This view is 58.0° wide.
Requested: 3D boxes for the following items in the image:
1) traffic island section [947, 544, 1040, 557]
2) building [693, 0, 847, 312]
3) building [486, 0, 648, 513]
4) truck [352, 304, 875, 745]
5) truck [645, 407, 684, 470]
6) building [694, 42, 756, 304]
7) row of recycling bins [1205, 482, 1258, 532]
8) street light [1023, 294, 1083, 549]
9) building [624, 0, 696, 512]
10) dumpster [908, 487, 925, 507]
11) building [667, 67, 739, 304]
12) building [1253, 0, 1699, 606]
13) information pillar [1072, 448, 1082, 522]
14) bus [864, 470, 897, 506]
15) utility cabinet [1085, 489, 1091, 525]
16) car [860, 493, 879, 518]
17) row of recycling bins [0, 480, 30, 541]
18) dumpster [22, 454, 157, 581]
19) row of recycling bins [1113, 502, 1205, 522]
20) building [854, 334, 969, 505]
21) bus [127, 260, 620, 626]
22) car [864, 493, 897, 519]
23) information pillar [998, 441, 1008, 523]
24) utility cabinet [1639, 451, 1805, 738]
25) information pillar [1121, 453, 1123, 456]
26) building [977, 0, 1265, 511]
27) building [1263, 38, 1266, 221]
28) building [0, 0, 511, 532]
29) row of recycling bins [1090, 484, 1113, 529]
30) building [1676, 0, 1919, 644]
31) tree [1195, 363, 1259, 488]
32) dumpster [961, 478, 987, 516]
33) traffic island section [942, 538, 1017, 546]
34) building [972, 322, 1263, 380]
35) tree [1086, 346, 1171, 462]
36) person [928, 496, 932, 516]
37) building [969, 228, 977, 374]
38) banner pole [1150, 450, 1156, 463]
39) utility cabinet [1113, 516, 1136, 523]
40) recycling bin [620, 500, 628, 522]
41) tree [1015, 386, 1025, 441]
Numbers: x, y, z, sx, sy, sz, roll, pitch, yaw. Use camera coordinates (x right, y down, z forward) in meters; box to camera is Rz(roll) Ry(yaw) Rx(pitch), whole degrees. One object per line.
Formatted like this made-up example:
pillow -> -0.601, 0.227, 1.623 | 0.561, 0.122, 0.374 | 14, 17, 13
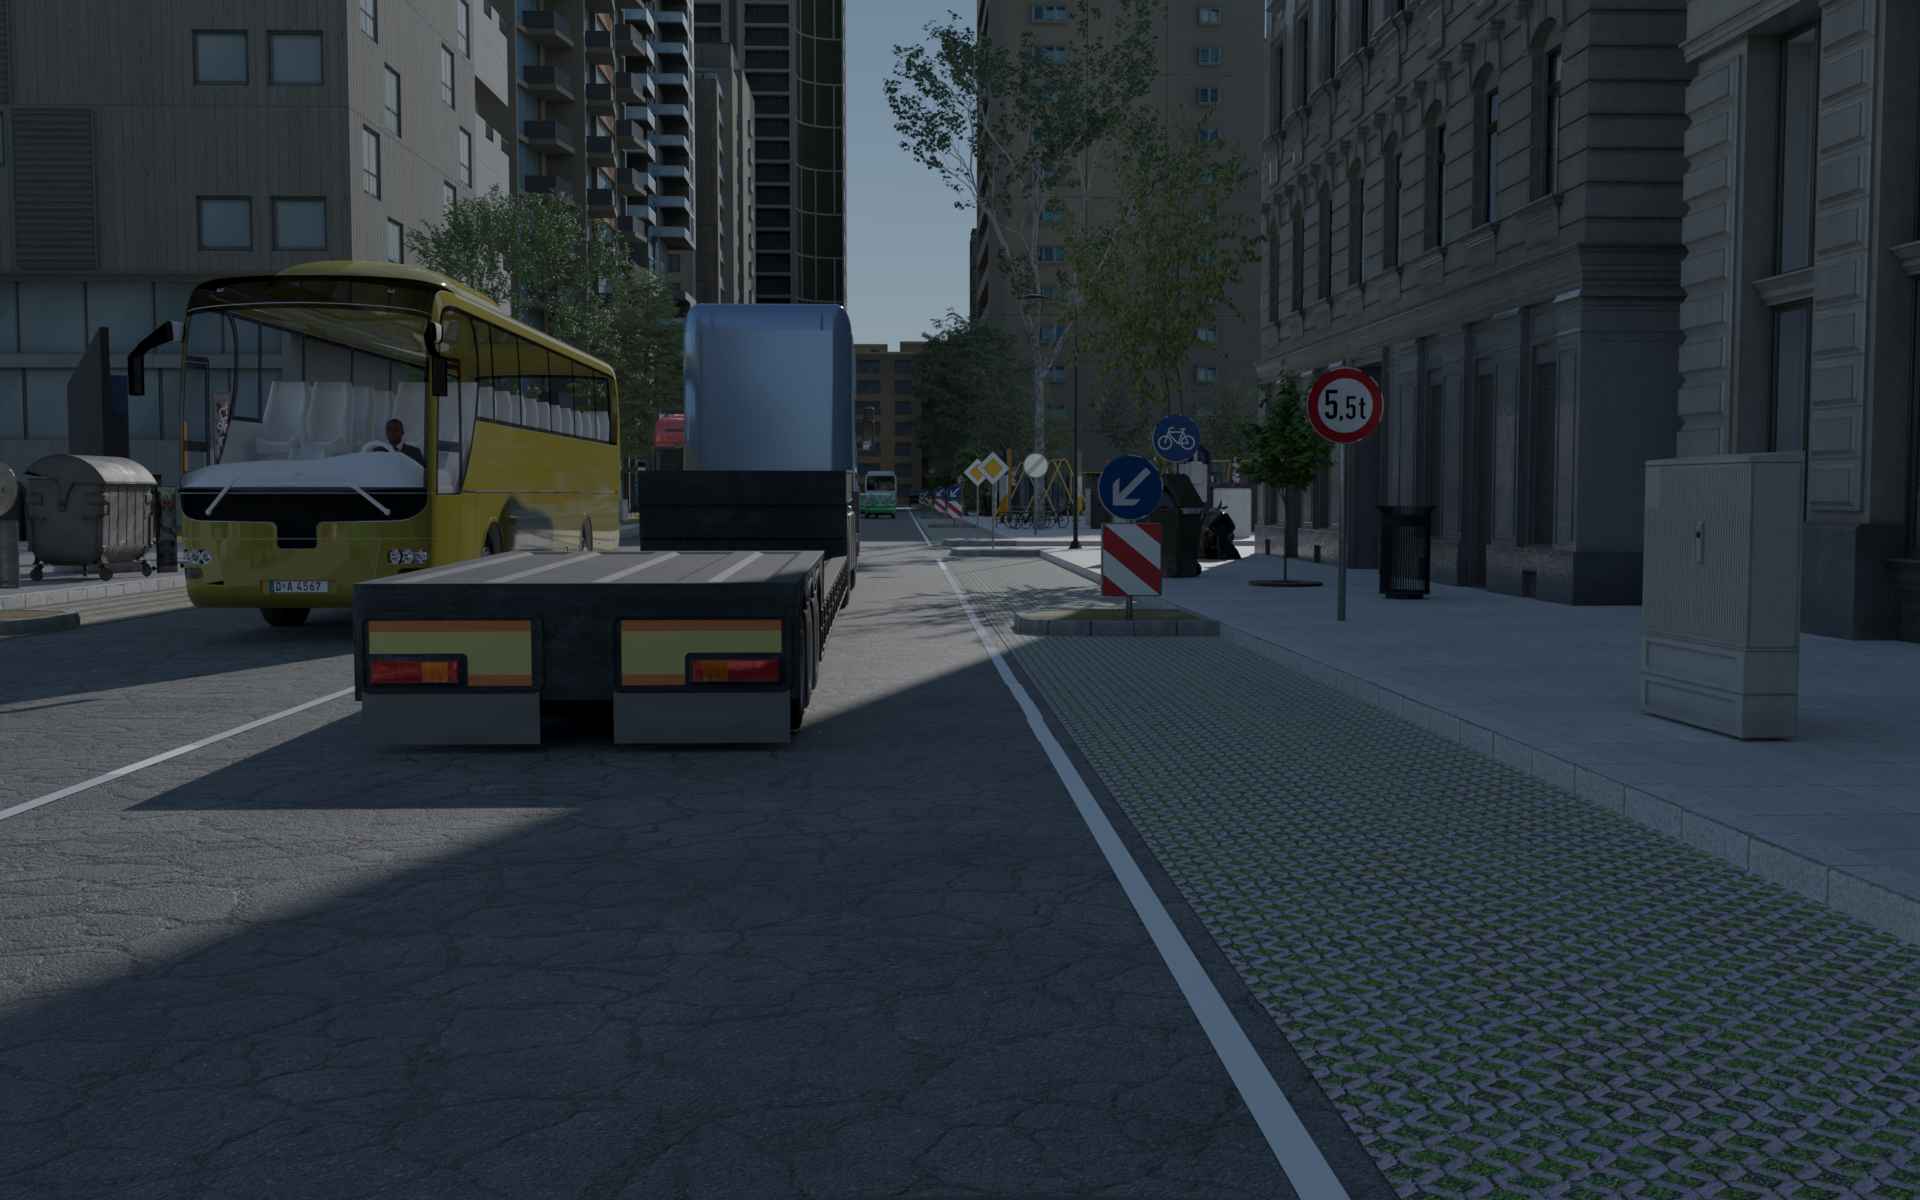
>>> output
traffic island section -> 0.797, -1.133, 40.800 | 2.009, 0.180, 2.903 | 0, 4, -2
building -> -24.816, -47.710, 218.304 | 20.611, 71.187, 20.563 | 0, 4, -2
building -> -31.301, -27.572, 105.427 | 22.147, 44.769, 28.867 | 0, 4, -2
truck -> -2.485, -1.774, 18.766 | 2.967, 4.110, 18.799 | 0, 4, -2
truck -> -8.613, -4.233, 58.128 | 2.839, 4.237, 11.283 | 0, 4, -4
building -> -33.090, -34.257, 183.797 | 21.600, 48.544, 21.300 | 0, 4, -2
row of recycling bins -> 10.351, -3.188, 59.243 | 3.534, 1.692, 1.069 | -1, 4, -10
street light -> 2.171, -4.154, 40.464 | 1.470, 5.913, 1.316 | 0, 4, -2
building -> -31.781, -50.421, 137.053 | 22.319, 86.520, 31.000 | 0, 4, -2
dumpster -> -4.926, -11.815, 198.124 | 1.985, 2.255, 1.502 | 0, 4, -3
building -> -28.234, -29.204, 161.074 | 14.154, 41.232, 14.086 | 0, 4, -2
building -> 11.396, -10.957, 28.302 | 9.793, 20.994, 18.267 | 0, 4, -2
information pillar -> 5.479, -5.470, 80.791 | 0.504, 3.616, 0.183 | -3, 5, -39
bus -> -6.685, -9.241, 145.952 | 2.948, 3.499, 13.247 | 0, 4, -3
utility cabinet -> 5.406, -3.862, 71.828 | 0.318, 1.500, 1.173 | 1, 4, 10
car -> -5.882, -5.987, 106.678 | 1.959, 1.807, 4.718 | 0, 4, -3
row of recycling bins -> -24.610, -2.465, 47.422 | 3.534, 1.692, 1.069 | 0, 4, -3
dumpster -> -13.115, -1.246, 26.134 | 1.264, 1.857, 1.865 | 0, 4, -2
row of recycling bins -> 7.428, -3.354, 61.944 | 3.534, 1.692, 1.069 | 0, 4, -7
building -> 0.314, -23.197, 224.318 | 28.899, 21.520, 27.650 | 0, 4, -2
bus -> -6.512, -1.869, 22.110 | 2.896, 3.916, 12.252 | 0, 4, -3
car -> -4.674, -5.670, 101.494 | 1.959, 1.807, 4.718 | 0, 4, -3
information pillar -> 1.911, -5.180, 76.044 | 0.183, 3.616, 0.504 | -3, 5, -41
utility cabinet -> 4.136, -0.050, 9.491 | 0.318, 1.500, 1.173 | 0, 4, -4
information pillar -> 9.304, -6.642, 99.949 | 0.183, 3.616, 0.504 | -1, 4, -21
building -> 12.477, -31.735, 142.576 | 21.300, 48.544, 21.600 | 0, 4, -2
building -> 44.316, -41.549, 221.317 | 28.212, 58.520, 21.231 | 0, 4, -2
building -> -34.040, -29.340, 68.952 | 28.713, 52.752, 27.495 | 0, 4, -2
row of recycling bins -> 5.984, -3.525, 64.742 | 1.069, 1.692, 3.534 | 3, 4, 37
building -> 12.779, -11.018, 9.029 | 11.050, 23.489, 19.941 | 0, 4, -2
tree -> 15.285, -9.045, 98.240 | 4.360, 8.622, 3.978 | 0, 3, 0
dumpster -> 0.806, -5.977, 100.224 | 1.502, 2.255, 1.985 | 0, 4, -2
traffic island section -> 0.517, -1.621, 48.780 | 2.009, 0.180, 2.903 | 0, 4, -2
building -> 15.555, -19.808, 168.901 | 27.650, 21.520, 28.899 | 0, 4, -2
tree -> 8.021, -8.188, 84.241 | 4.360, 8.622, 3.978 | 0, 3, 0
person -> -1.911, -5.985, 110.595 | 0.306, 1.304, 0.590 | 1, 4, 15
building -> 7.968, -25.574, 189.839 | 14.160, 30.474, 14.107 | 0, 4, -2
banner pole -> 11.613, -6.948, 103.619 | 0.401, 3.779, 0.863 | 2, 4, 24
utility cabinet -> 3.124, -1.487, 32.987 | 0.318, 1.500, 1.173 | 1, 4, 12
recycling bin -> -15.816, -4.134, 80.147 | 0.722, 1.027, 0.722 | 0, 4, 4
tree -> 5.267, -9.669, 108.447 | 4.737, 8.622, 4.395 | 0, 3, 0
